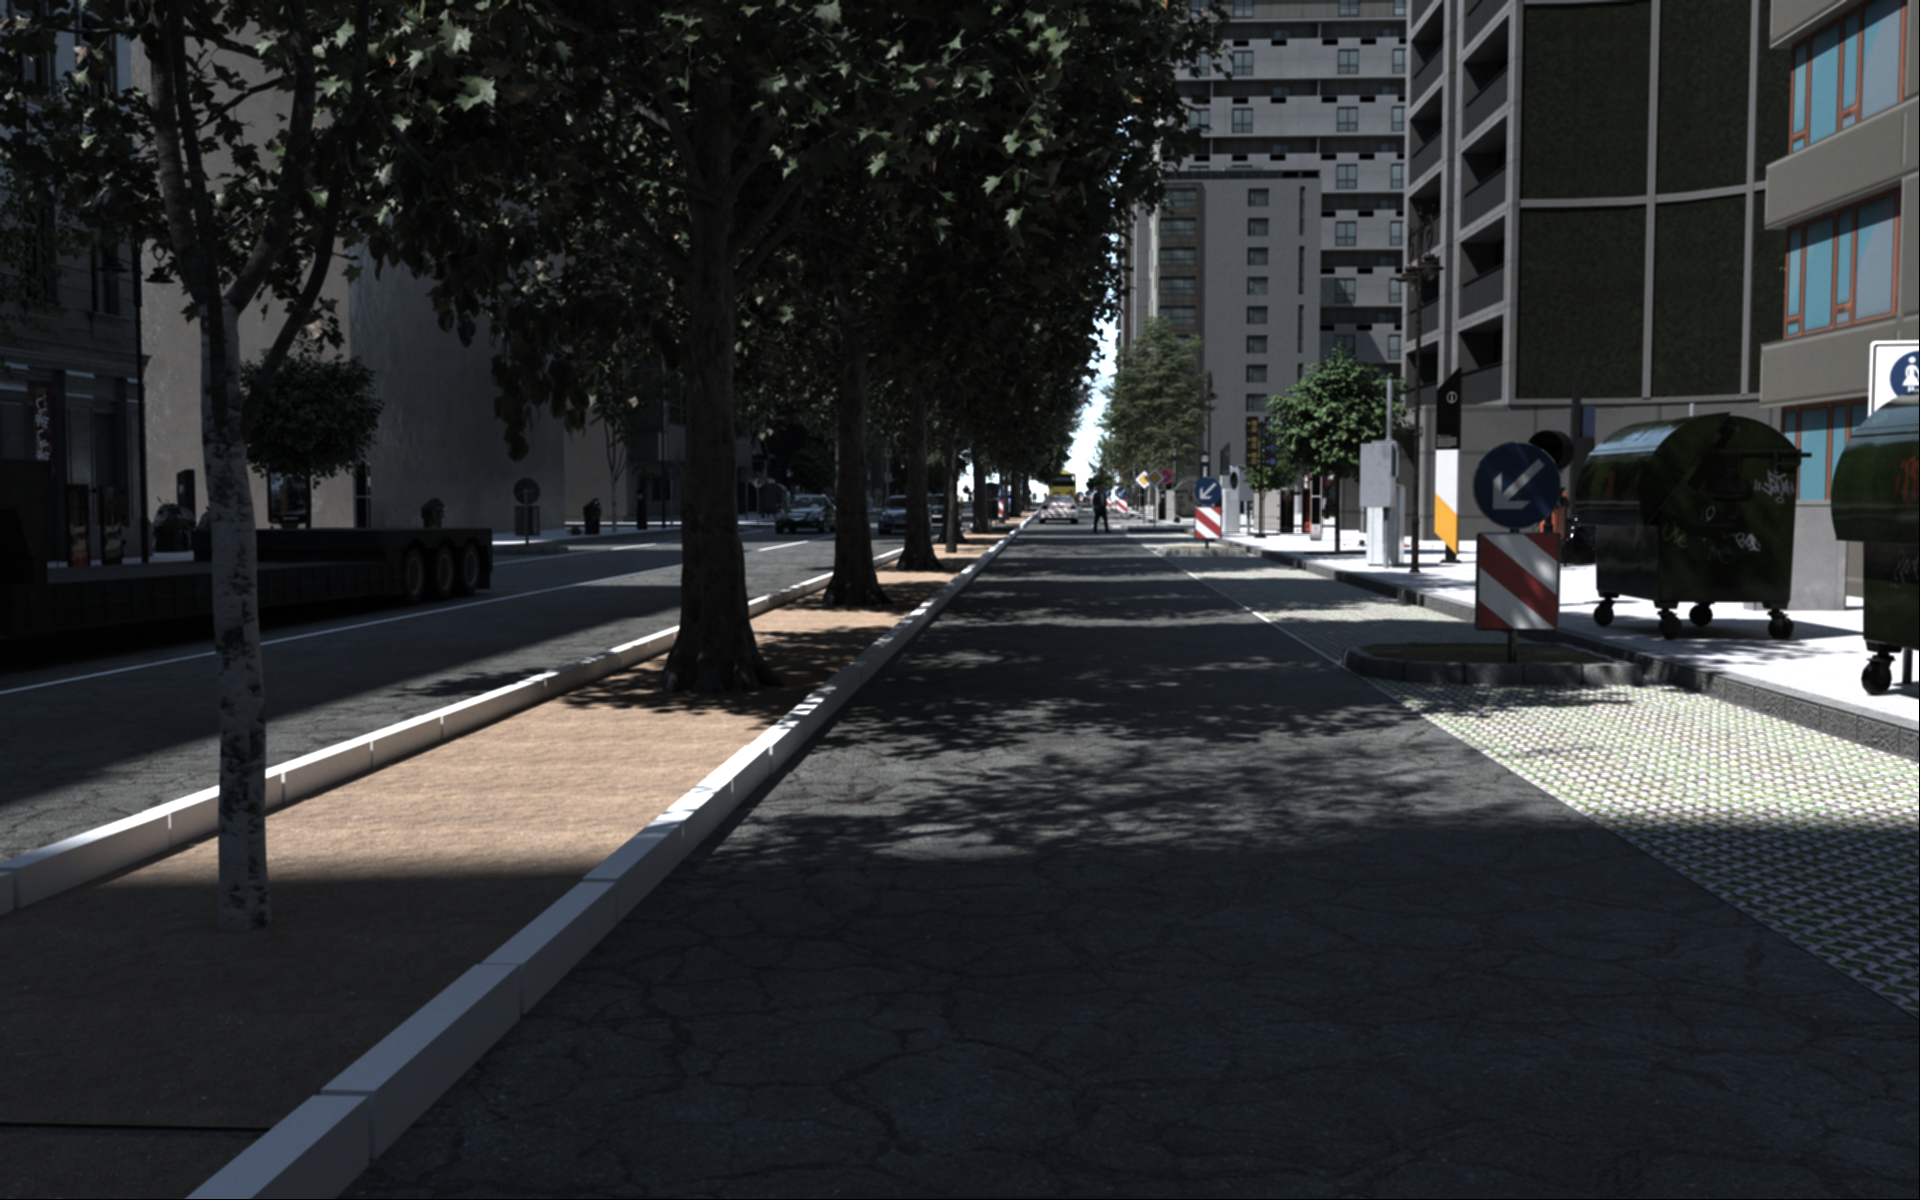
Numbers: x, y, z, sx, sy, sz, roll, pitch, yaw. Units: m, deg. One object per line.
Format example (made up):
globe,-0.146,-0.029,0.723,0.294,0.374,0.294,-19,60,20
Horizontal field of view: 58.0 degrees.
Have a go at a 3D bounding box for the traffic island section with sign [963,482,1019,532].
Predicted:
traffic island section with sign,1.138,-3.541,66.026,2.006,1.907,1.989,0,4,3

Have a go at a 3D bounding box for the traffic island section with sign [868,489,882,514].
traffic island section with sign,-5.886,-7.064,124.124,1.989,1.847,2.006,0,4,3

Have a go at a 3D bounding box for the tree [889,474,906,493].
tree,-5.812,-10.334,163.564,1.663,3.219,1.824,0,3,0

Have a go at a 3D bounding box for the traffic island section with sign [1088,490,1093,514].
traffic island section with sign,10.269,-6.966,122.522,1.989,1.847,2.006,0,4,3

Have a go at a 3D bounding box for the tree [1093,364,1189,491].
tree,14.146,-12.883,136.388,9.928,11.665,9.643,0,3,0

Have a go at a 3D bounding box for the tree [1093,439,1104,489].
tree,14.796,-12.039,147.199,4.737,8.622,4.395,0,3,0

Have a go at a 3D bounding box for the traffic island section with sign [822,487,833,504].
traffic island section with sign,-7.421,-5.402,96.944,1.989,1.847,2.006,0,4,3

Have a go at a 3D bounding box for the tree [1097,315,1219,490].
tree,12.666,-11.771,110.575,7.486,12.596,7.792,0,3,0

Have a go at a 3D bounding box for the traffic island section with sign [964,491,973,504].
traffic island section with sign,1.555,-15.124,255.903,1.989,1.847,2.006,0,4,3

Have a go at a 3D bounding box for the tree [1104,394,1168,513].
tree,12.803,-10.261,118.133,4.737,8.622,4.395,0,3,0

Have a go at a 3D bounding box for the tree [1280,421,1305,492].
tree,28.439,-11.902,144.958,4.360,8.622,3.978,0,3,0

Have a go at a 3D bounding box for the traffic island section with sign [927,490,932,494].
traffic island section with sign,-3.116,-10.069,173.262,1.989,1.847,2.006,0,4,3

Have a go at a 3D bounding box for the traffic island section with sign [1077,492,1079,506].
traffic island section with sign,14.646,-11.719,200.238,1.989,1.847,2.006,0,4,3

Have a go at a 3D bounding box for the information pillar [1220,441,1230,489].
information pillar,11.779,-5.234,76.923,0.504,3.616,0.183,-2,4,-32

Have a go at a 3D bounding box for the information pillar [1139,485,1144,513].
information pillar,12.079,-6.775,115.260,0.304,2.012,0.304,-1,4,-14

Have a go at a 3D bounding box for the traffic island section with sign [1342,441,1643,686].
traffic island section with sign,4.147,-0.321,13.875,1.989,1.847,2.006,0,4,3

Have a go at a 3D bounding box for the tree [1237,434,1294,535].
tree,9.490,-3.633,54.006,1.663,3.219,1.824,0,3,0

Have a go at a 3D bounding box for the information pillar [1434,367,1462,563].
information pillar,9.070,-2.495,32.155,0.183,3.616,0.504,-3,5,-42

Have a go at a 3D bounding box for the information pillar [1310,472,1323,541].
information pillar,9.818,-2.642,47.693,0.304,2.012,0.304,1,4,17

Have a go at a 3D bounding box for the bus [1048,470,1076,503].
bus,10.369,-11.323,176.677,2.896,3.916,12.252,0,4,2

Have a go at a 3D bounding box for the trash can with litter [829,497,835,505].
trash can with litter,-8.437,-6.373,115.581,1.055,1.170,0.624,3,5,43

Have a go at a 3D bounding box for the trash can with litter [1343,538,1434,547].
trash can with litter,10.386,-1.923,42.492,1.678,1.210,2.233,-2,4,-31

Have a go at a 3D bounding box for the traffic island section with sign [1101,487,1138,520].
traffic island section with sign,8.692,-5.261,94.640,1.989,1.847,2.006,0,4,3

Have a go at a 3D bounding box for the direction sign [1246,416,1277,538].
direction sign,8.796,-3.585,50.619,0.876,3.537,0.379,0,4,7

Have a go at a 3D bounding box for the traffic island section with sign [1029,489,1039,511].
traffic island section with sign,5.790,-8.581,148.441,2.006,1.907,1.989,0,4,3

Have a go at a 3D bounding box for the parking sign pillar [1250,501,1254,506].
parking sign pillar,23.968,-9.406,142.266,1.447,3.967,1.447,-3,4,-38

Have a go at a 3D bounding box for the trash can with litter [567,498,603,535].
trash can with litter,-11.819,-2.642,54.577,1.055,1.170,0.624,-2,4,-24

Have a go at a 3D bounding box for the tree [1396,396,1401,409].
tree,32.282,-10.764,126.347,4.360,8.622,3.978,0,3,0

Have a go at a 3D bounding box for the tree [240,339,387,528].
tree,-13.251,-3.134,34.947,4.285,4.588,4.351,0,3,0

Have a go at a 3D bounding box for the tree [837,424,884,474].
tree,-7.729,-11.144,132.568,4.737,8.622,4.395,0,3,0

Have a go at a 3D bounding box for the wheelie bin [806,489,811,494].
wheelie bin,-9.105,-5.750,101.927,0.693,1.594,0.980,1,4,19

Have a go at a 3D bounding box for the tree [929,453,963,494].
tree,-2.406,-18.865,226.575,7.486,12.596,7.792,0,3,0

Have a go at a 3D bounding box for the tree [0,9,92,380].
tree,-13.996,-4.453,23.165,4.737,8.622,4.395,0,3,0

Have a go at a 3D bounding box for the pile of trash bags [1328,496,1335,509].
pile of trash bags,29.533,-7.533,132.915,3.447,1.369,1.912,1,4,15

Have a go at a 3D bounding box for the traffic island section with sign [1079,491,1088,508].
traffic island section with sign,13.138,-10.070,173.279,1.989,1.847,2.006,0,4,3

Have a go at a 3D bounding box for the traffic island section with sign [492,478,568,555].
traffic island section with sign,-10.541,-2.021,41.673,1.989,1.847,2.006,0,4,3

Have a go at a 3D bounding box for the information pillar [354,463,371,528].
information pillar,-14.308,-2.264,41.508,0.304,2.012,0.304,0,4,-6

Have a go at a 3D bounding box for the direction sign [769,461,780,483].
direction sign,-12.825,-7.791,119.378,0.876,3.537,0.379,0,4,8

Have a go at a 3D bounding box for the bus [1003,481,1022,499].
bus,6.201,-13.363,213.336,2.948,3.499,13.247,0,4,3

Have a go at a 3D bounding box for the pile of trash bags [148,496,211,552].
pile of trash bags,-18.133,-1.759,38.517,1.912,1.369,3.447,2,4,34

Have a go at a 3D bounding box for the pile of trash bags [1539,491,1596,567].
pile of trash bags,11.626,-1.333,31.554,3.447,1.369,1.912,-3,4,-38

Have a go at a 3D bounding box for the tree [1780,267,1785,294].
tree,17.716,-4.992,31.981,4.737,8.622,4.395,0,3,0

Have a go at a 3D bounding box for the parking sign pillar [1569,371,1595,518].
parking sign pillar,13.892,-3.075,38.752,1.447,3.967,1.447,1,4,17

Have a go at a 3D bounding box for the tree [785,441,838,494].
tree,-9.134,-7.580,107.654,4.285,4.588,4.351,0,3,0

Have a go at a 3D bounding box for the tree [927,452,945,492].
tree,-3.805,-15.045,196.344,4.737,8.622,4.395,0,3,0

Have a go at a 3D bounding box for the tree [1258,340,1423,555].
tree,8.196,-3.264,37.078,4.285,4.588,4.351,0,3,0

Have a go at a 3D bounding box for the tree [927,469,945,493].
tree,-3.510,-14.010,212.775,4.285,4.588,4.351,0,3,0

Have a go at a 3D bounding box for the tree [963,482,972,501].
tree,1.067,-17.758,284.946,1.663,3.219,1.824,0,3,0

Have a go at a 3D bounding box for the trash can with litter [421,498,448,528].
trash can with litter,-14.730,-2.233,47.896,0.624,1.170,1.055,2,4,28

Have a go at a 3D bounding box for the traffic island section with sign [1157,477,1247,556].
traffic island section with sign,5.659,-1.967,40.788,1.989,1.847,2.006,0,4,3
